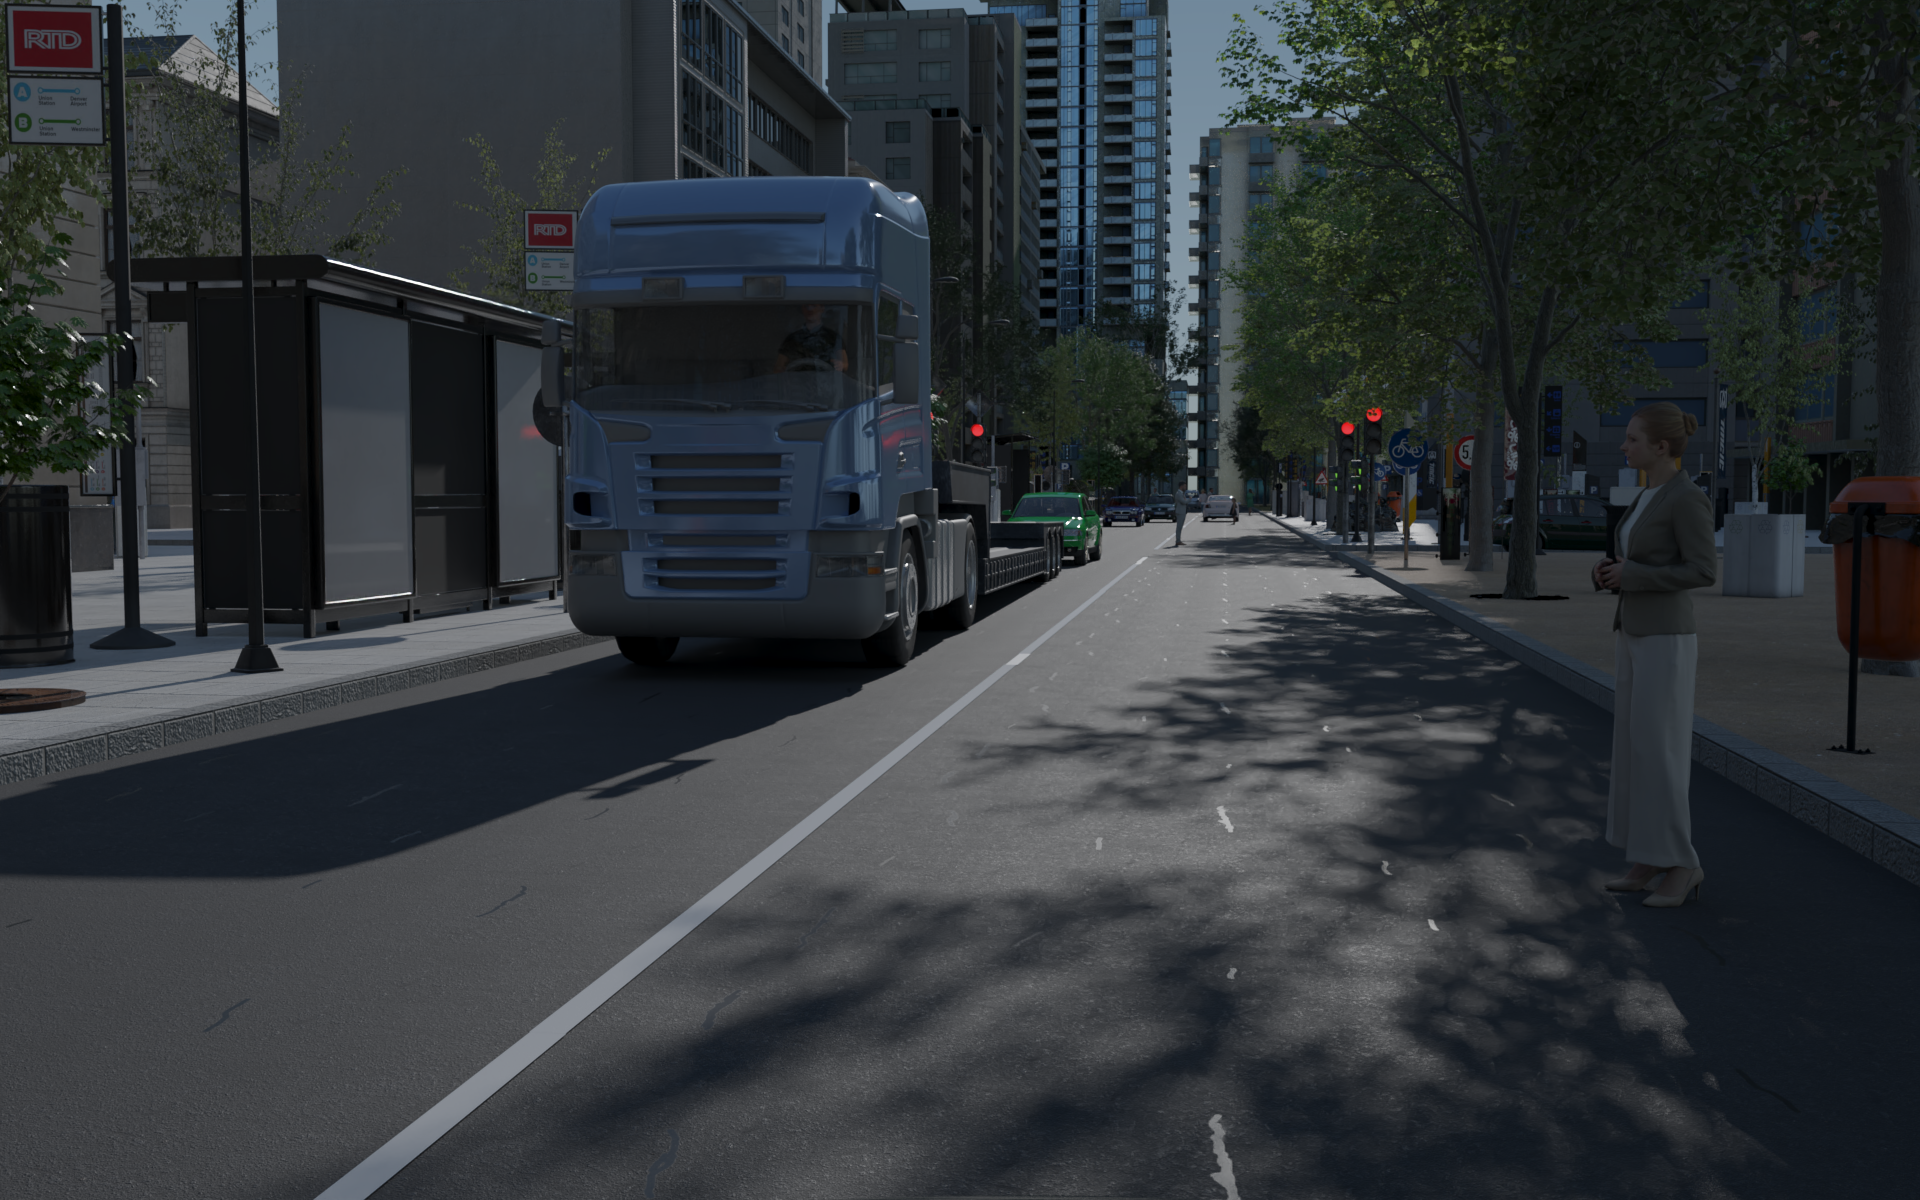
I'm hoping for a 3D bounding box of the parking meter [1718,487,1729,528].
[{"bbox_3d":[29.323,-3.557,66.567,0.372,1.533,0.369,0,3,0],"label":"parking meter"}]

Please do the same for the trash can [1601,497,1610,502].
[{"bbox_3d":[29.213,-4.051,77.884,0.748,1.137,0.748,0,3,0],"label":"trash can"}]

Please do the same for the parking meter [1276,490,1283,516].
[{"bbox_3d":[18.358,-5.574,99.543,0.372,1.533,0.369,0,3,0],"label":"parking meter"}]

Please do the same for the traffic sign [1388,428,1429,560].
[{"bbox_3d":[8.655,-2.044,33.526,0.768,2.556,0.104,1,4,10],"label":"traffic sign"}]

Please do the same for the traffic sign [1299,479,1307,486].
[{"bbox_3d":[21.669,-6.754,110.427,0.884,2.594,0.081,1,4,15],"label":"traffic sign"}]

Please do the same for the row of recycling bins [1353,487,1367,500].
[{"bbox_3d":[21.489,-5.293,93.652,1.069,1.692,3.534,1,4,10],"label":"row of recycling bins"}]

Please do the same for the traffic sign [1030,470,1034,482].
[{"bbox_3d":[3.471,-5.427,88.838,0.768,2.556,0.104,1,4,17],"label":"traffic sign"}]

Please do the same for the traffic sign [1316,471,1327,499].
[{"bbox_3d":[19.810,-5.803,94.876,0.884,2.594,0.081,1,4,17],"label":"traffic sign"}]

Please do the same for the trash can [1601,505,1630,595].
[{"bbox_3d":[8.574,-0.641,22.128,0.748,1.137,0.748,0,3,0],"label":"trash can"}]

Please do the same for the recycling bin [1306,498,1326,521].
[{"bbox_3d":[16.821,-4.237,81.835,0.722,1.027,0.722,2,4,34],"label":"recycling bin"}]

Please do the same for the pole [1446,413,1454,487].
[{"bbox_3d":[12.391,-3.060,43.875,0.158,3.312,0.155,0,3,0],"label":"pole"}]

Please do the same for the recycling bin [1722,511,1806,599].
[{"bbox_3d":[10.074,-0.560,21.708,0.722,1.027,0.722,-3,4,-39],"label":"recycling bin"}]

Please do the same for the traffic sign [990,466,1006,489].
[{"bbox_3d":[1.390,-3.758,63.565,0.606,2.300,0.079,1,4,17],"label":"traffic sign"}]

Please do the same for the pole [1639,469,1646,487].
[{"bbox_3d":[21.567,-3.723,54.712,0.158,3.312,0.155,0,3,0],"label":"pole"}]

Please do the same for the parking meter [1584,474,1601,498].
[{"bbox_3d":[18.271,-2.712,50.059,0.399,1.863,0.255,0,4,-1],"label":"parking meter"}]

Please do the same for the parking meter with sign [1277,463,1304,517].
[{"bbox_3d":[18.732,-6.176,97.232,1.738,3.016,0.543,2,4,27],"label":"parking meter with sign"}]

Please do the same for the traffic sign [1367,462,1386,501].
[{"bbox_3d":[16.770,-4.267,69.870,0.768,2.556,0.104,1,4,10],"label":"traffic sign"}]

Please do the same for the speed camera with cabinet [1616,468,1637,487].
[{"bbox_3d":[23.770,-4.128,61.826,0.660,3.252,2.038,1,4,20],"label":"speed camera with cabinet"}]

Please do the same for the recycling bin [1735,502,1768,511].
[{"bbox_3d":[24.674,-2.537,54.033,0.722,1.027,0.722,-3,4,-38],"label":"recycling bin"}]

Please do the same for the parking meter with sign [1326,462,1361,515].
[{"bbox_3d":[20.368,-5.825,91.496,1.738,3.016,0.543,0,4,-6],"label":"parking meter with sign"}]

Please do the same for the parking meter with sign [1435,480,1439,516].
[{"bbox_3d":[25.072,-5.858,92.039,0.543,3.016,1.738,-2,4,-25],"label":"parking meter with sign"}]

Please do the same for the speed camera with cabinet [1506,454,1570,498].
[{"bbox_3d":[21.208,-4.249,63.808,2.038,3.252,0.660,1,4,10],"label":"speed camera with cabinet"}]

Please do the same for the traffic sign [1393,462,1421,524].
[{"bbox_3d":[12.368,-2.929,47.989,0.768,2.556,0.104,1,4,16],"label":"traffic sign"}]

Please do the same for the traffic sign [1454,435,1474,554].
[{"bbox_3d":[10.982,-2.268,37.180,0.768,2.556,0.104,1,4,18],"label":"traffic sign"}]

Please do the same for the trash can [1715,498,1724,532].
[{"bbox_3d":[25.372,-2.864,58.472,0.748,1.137,0.748,0,3,0],"label":"trash can"}]

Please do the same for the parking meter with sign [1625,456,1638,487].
[{"bbox_3d":[26.982,-4.489,69.652,0.543,3.016,1.738,1,4,22],"label":"parking meter with sign"}]

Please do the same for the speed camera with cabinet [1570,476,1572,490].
[{"bbox_3d":[30.294,-5.550,85.071,2.038,3.252,0.660,0,4,-3],"label":"speed camera with cabinet"}]

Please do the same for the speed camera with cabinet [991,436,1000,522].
[{"bbox_3d":[1.007,-3.974,59.306,0.660,3.252,2.038,0,4,6],"label":"speed camera with cabinet"}]

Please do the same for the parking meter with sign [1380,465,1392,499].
[{"bbox_3d":[25.727,-6.642,104.854,0.543,3.016,1.738,0,4,6],"label":"parking meter with sign"}]

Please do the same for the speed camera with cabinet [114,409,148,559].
[{"bbox_3d":[-16.635,-2.468,34.693,0.660,3.252,2.038,-2,4,-26],"label":"speed camera with cabinet"}]

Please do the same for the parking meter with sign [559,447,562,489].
[{"bbox_3d":[-13.092,-3.519,53.796,0.543,3.016,1.738,3,5,40],"label":"parking meter with sign"}]

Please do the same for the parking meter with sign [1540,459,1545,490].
[{"bbox_3d":[28.695,-5.501,86.194,0.543,3.016,1.738,2,4,24],"label":"parking meter with sign"}]

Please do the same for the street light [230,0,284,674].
[{"bbox_3d":[-4.555,-2.430,12.271,1.470,5.913,1.316,1,4,9],"label":"street light"}]

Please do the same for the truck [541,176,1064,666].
[{"bbox_3d":[-0.643,-1.937,21.432,2.967,4.110,18.799,0,4,8],"label":"truck"}]

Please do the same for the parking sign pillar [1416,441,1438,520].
[{"bbox_3d":[23.631,-6.068,87.690,1.447,3.967,1.447,-3,5,-42],"label":"parking sign pillar"}]

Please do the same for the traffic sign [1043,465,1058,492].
[{"bbox_3d":[4.048,-4.682,76.658,0.768,2.556,0.104,1,4,15],"label":"traffic sign"}]

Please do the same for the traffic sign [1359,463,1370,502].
[{"bbox_3d":[16.815,-4.361,71.405,0.768,2.556,0.104,1,4,17],"label":"traffic sign"}]

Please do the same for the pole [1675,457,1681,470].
[{"bbox_3d":[21.754,-3.589,52.530,0.158,3.312,0.155,0,3,0],"label":"pole"}]

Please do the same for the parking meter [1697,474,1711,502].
[{"bbox_3d":[21.071,-2.656,49.143,0.399,1.863,0.255,1,4,20],"label":"parking meter"}]

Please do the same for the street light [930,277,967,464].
[{"bbox_3d":[-0.725,-3.960,37.279,1.470,5.913,1.316,1,4,9],"label":"street light"}]

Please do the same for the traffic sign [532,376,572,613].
[{"bbox_3d":[-4.254,-1.136,18.673,0.768,2.556,0.104,1,4,11],"label":"traffic sign"}]

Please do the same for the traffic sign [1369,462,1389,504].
[{"bbox_3d":[17.064,-4.332,70.839,0.884,2.594,0.081,1,4,13],"label":"traffic sign"}]

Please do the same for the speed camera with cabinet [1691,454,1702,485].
[{"bbox_3d":[35.715,-5.567,85.357,2.038,3.252,0.660,3,4,38],"label":"speed camera with cabinet"}]

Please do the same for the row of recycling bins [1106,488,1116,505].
[{"bbox_3d":[9.467,-6.453,112.617,1.069,1.692,3.534,0,4,-5],"label":"row of recycling bins"}]

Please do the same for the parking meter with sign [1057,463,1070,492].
[{"bbox_3d":[5.569,-6.063,95.387,0.543,3.016,1.738,1,4,19],"label":"parking meter with sign"}]

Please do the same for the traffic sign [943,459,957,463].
[{"bbox_3d":[-0.403,-3.793,62.122,0.768,2.556,0.104,1,4,14],"label":"traffic sign"}]

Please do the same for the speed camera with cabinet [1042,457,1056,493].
[{"bbox_3d":[4.117,-6.024,92.833,2.038,3.252,0.660,2,4,30],"label":"speed camera with cabinet"}]

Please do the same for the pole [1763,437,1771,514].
[{"bbox_3d":[29.039,-4.190,62.345,0.158,3.312,0.155,0,3,0],"label":"pole"}]

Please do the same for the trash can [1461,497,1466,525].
[{"bbox_3d":[20.867,-3.739,72.782,0.748,1.137,0.748,0,3,0],"label":"trash can"}]

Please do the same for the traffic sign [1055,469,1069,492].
[{"bbox_3d":[4.239,-4.268,71.918,0.606,2.300,0.079,1,4,9],"label":"traffic sign"}]
